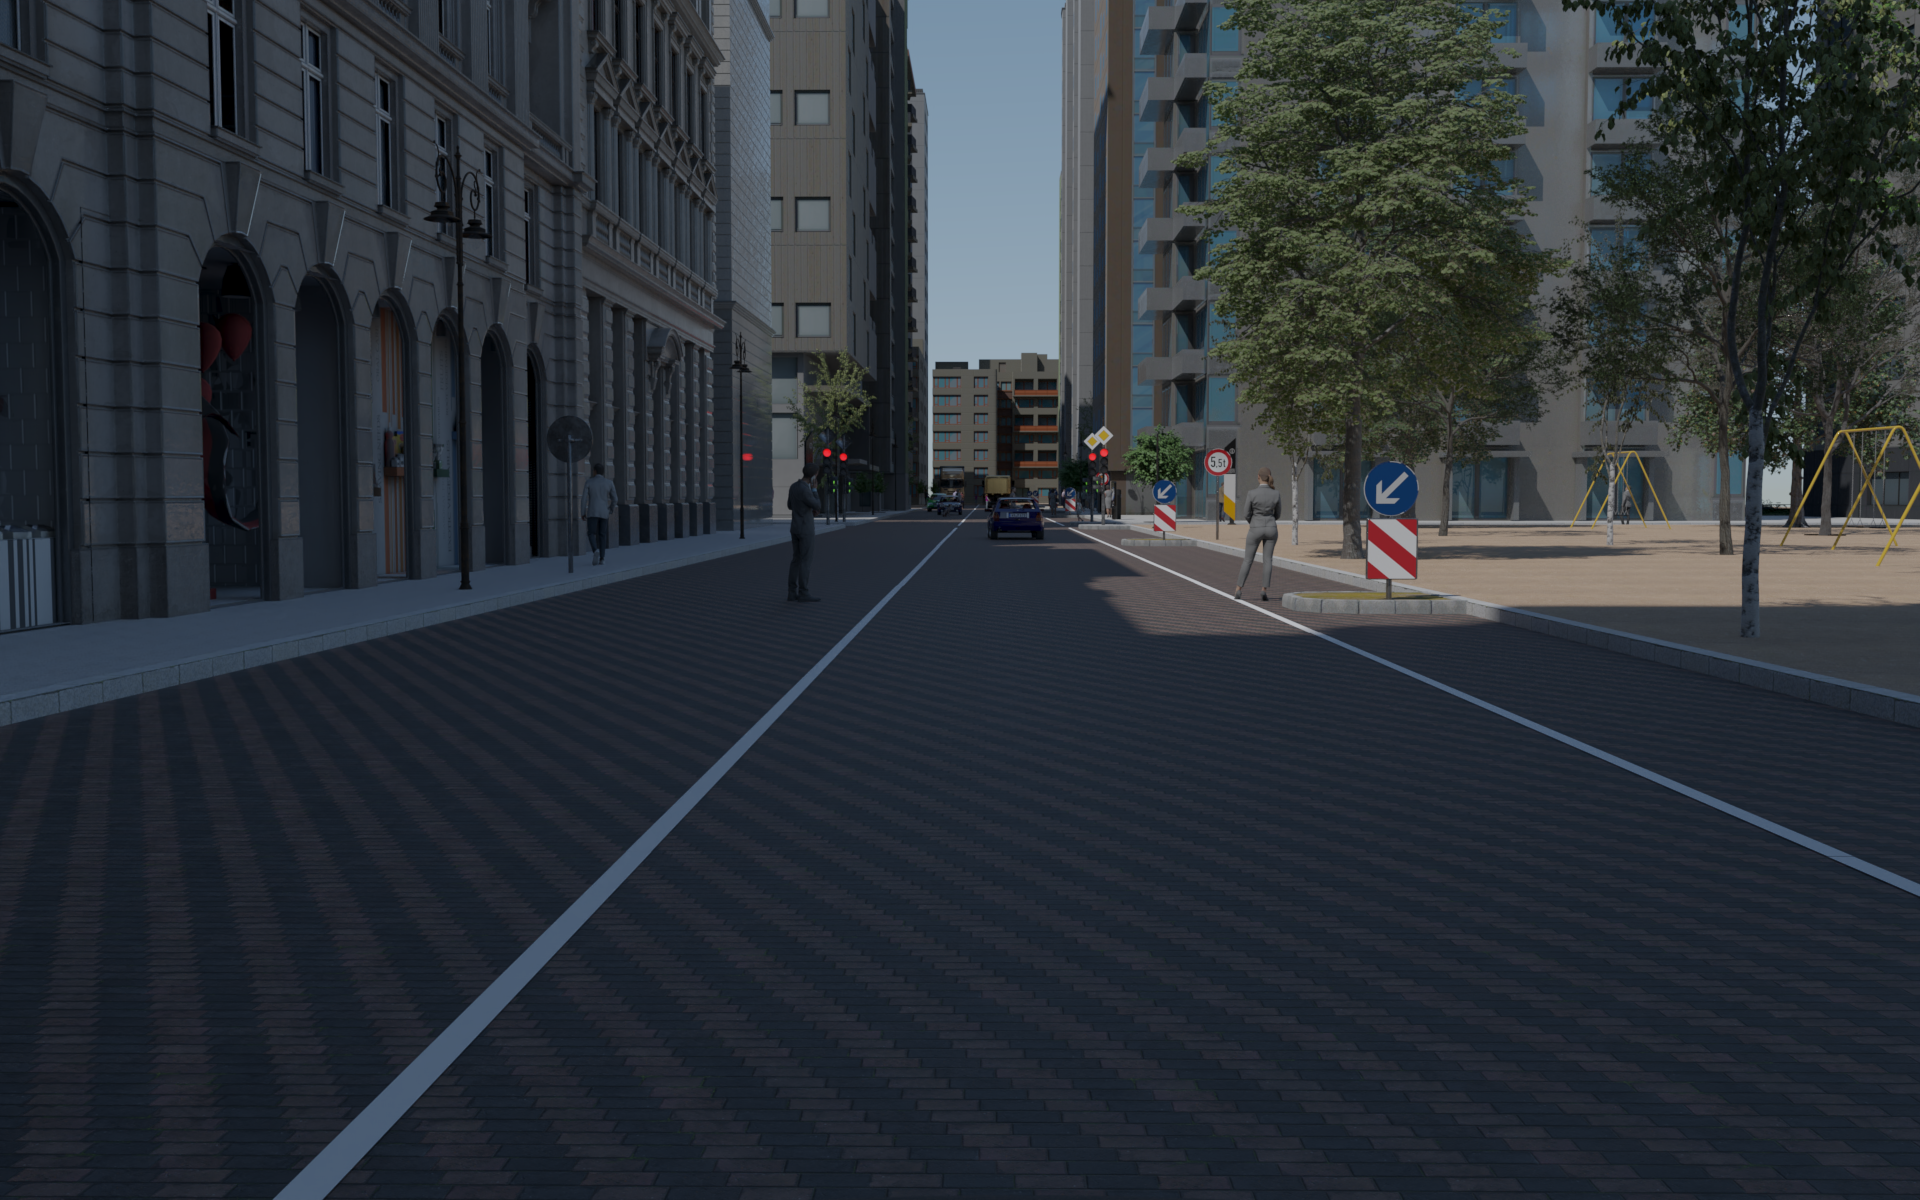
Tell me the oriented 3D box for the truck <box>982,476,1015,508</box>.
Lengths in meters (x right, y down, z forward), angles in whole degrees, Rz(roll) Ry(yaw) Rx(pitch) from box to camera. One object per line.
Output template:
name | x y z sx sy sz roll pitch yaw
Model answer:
truck | 3.939 -11.256 179.959 3.469 3.379 9.791 0 4 2

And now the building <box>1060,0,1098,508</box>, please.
building | 22.126 -40.182 198.971 21.231 58.520 28.212 0 4 1

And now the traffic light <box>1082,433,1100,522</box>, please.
traffic light | 6.043 -5.540 79.494 0.839 4.253 0.868 0 4 1

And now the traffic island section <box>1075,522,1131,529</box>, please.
traffic island section | 5.947 -3.018 71.623 2.009 0.180 2.903 0 4 1

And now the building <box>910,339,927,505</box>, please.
building | -19.032 -22.750 216.993 28.899 21.520 27.650 0 4 1

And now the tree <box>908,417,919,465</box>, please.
tree | -5.356 -11.793 143.182 4.737 8.622 4.395 0 3 0

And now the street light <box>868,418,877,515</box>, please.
street light | -5.322 -8.129 105.698 0.468 5.910 1.993 0 4 1

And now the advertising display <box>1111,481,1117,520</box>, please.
advertising display | 7.716 -4.999 86.943 0.123 1.923 0.974 0 4 -4

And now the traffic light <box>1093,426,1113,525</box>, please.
traffic light | 5.907 -5.051 71.510 0.839 4.253 0.868 0 4 1

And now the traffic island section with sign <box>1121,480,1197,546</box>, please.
traffic island section with sign | 5.558 -2.446 48.619 1.989 1.847 2.006 0 4 1

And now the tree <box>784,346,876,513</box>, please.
tree | -6.322 -8.257 85.368 4.737 8.622 4.395 0 3 0

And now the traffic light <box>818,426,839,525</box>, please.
traffic light | -5.453 -5.062 71.687 0.839 4.253 0.868 0 4 1

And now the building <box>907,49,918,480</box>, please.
building | -15.480 -31.453 168.884 22.147 44.769 28.867 0 4 1

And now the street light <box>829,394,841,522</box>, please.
street light | -5.717 -6.553 79.922 0.468 5.910 1.993 0 4 1

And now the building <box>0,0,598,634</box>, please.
building | -13.942 -11.170 24.430 13.314 21.916 24.055 0 4 1

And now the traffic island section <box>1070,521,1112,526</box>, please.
traffic island section | 6.083 -3.506 79.607 2.009 0.180 2.903 0 4 1

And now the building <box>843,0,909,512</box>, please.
building | -11.235 -27.331 130.453 14.154 41.232 14.086 0 4 1

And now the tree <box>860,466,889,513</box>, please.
tree | -5.519 -7.614 119.097 1.663 3.219 1.824 0 3 0

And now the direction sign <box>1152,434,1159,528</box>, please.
direction sign | 7.427 -4.477 65.190 0.379 3.537 0.876 1 4 10

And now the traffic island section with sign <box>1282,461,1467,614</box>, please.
traffic island section with sign | 5.108 -0.798 21.668 1.989 1.847 2.006 0 4 1

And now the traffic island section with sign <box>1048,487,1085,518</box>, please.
traffic island section with sign | 6.528 -5.887 104.880 1.989 1.847 2.006 0 4 1

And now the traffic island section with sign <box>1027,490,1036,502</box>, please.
traffic island section with sign | 7.844 -10.618 182.231 1.989 1.847 2.006 0 4 1

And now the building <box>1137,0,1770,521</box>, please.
building | 24.712 -28.827 90.930 30.456 49.044 23.786 0 4 1

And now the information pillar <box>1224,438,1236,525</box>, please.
information pillar | 11.262 -4.943 72.172 0.504 3.616 0.183 1 4 18

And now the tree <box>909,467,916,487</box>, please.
tree | -5.579 -10.128 149.304 4.285 4.588 4.351 0 3 0

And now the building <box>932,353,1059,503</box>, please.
building | 10.850 -24.971 253.319 28.899 21.520 27.650 0 4 1

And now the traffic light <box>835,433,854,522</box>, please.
traffic light | -5.317 -5.550 79.671 0.839 4.253 0.868 0 4 1

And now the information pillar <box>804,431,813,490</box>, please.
information pillar | -5.581 -4.445 64.028 0.183 3.616 0.504 2 4 27

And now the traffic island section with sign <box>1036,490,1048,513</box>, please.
traffic island section with sign | 6.988 -7.535 131.831 1.989 1.847 2.006 0 4 1

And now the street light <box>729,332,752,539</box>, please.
street light | -6.249 -4.693 49.510 0.468 5.910 1.993 0 4 1

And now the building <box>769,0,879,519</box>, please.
building | -19.014 -31.331 101.494 28.713 52.752 27.495 0 4 1

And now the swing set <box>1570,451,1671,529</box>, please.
swing set | 24.574 -4.093 64.532 2.862 2.851 3.119 0 4 5

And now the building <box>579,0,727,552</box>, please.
building | -12.877 -13.310 46.497 11.050 23.489 19.941 0 4 1

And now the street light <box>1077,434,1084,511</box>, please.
street light | 8.944 -9.496 128.048 0.468 5.910 1.993 0 4 1

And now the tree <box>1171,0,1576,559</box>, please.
tree | 7.873 -7.056 33.491 7.486 12.596 7.792 0 3 0

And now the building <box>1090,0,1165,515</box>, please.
building | 15.874 -28.170 110.687 14.600 45.320 14.200 0 4 1

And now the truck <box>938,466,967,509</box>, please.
truck | -0.804 -11.369 174.788 2.839 4.237 11.283 0 4 0

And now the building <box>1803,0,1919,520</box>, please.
building | 58.188 -39.655 86.607 20.611 71.187 20.563 0 4 1

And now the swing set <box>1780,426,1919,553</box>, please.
swing set | 21.568 -2.656 41.042 2.862 2.851 3.119 0 4 3

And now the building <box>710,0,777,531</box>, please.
building | -22.499 -17.592 65.115 29.804 29.767 11.434 0 4 1

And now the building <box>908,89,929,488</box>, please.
building | -18.707 -43.262 249.334 28.212 58.520 21.231 0 4 1

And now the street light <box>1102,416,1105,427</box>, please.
street light | 8.464 -7.920 102.273 0.468 5.910 1.993 0 4 1

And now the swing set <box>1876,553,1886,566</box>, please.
swing set | 17.486 -1.933 29.224 2.862 2.851 3.119 1 4 9

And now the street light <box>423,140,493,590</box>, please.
street light | -6.656 -3.079 23.134 0.468 5.910 1.993 0 4 1

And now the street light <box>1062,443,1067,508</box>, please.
street light | 9.358 -11.098 154.243 0.468 5.910 1.993 0 4 1

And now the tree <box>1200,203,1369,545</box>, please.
tree | 8.265 -5.669 43.043 4.360 8.622 3.978 0 3 0

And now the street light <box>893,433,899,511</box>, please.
street light | -4.889 -9.706 131.473 0.468 5.910 1.993 0 4 1

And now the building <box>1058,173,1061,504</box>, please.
building | 19.575 -32.893 221.400 14.154 41.232 14.086 0 4 1

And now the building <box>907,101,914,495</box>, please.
building | -12.446 -33.066 190.743 14.600 45.320 14.200 0 4 1
